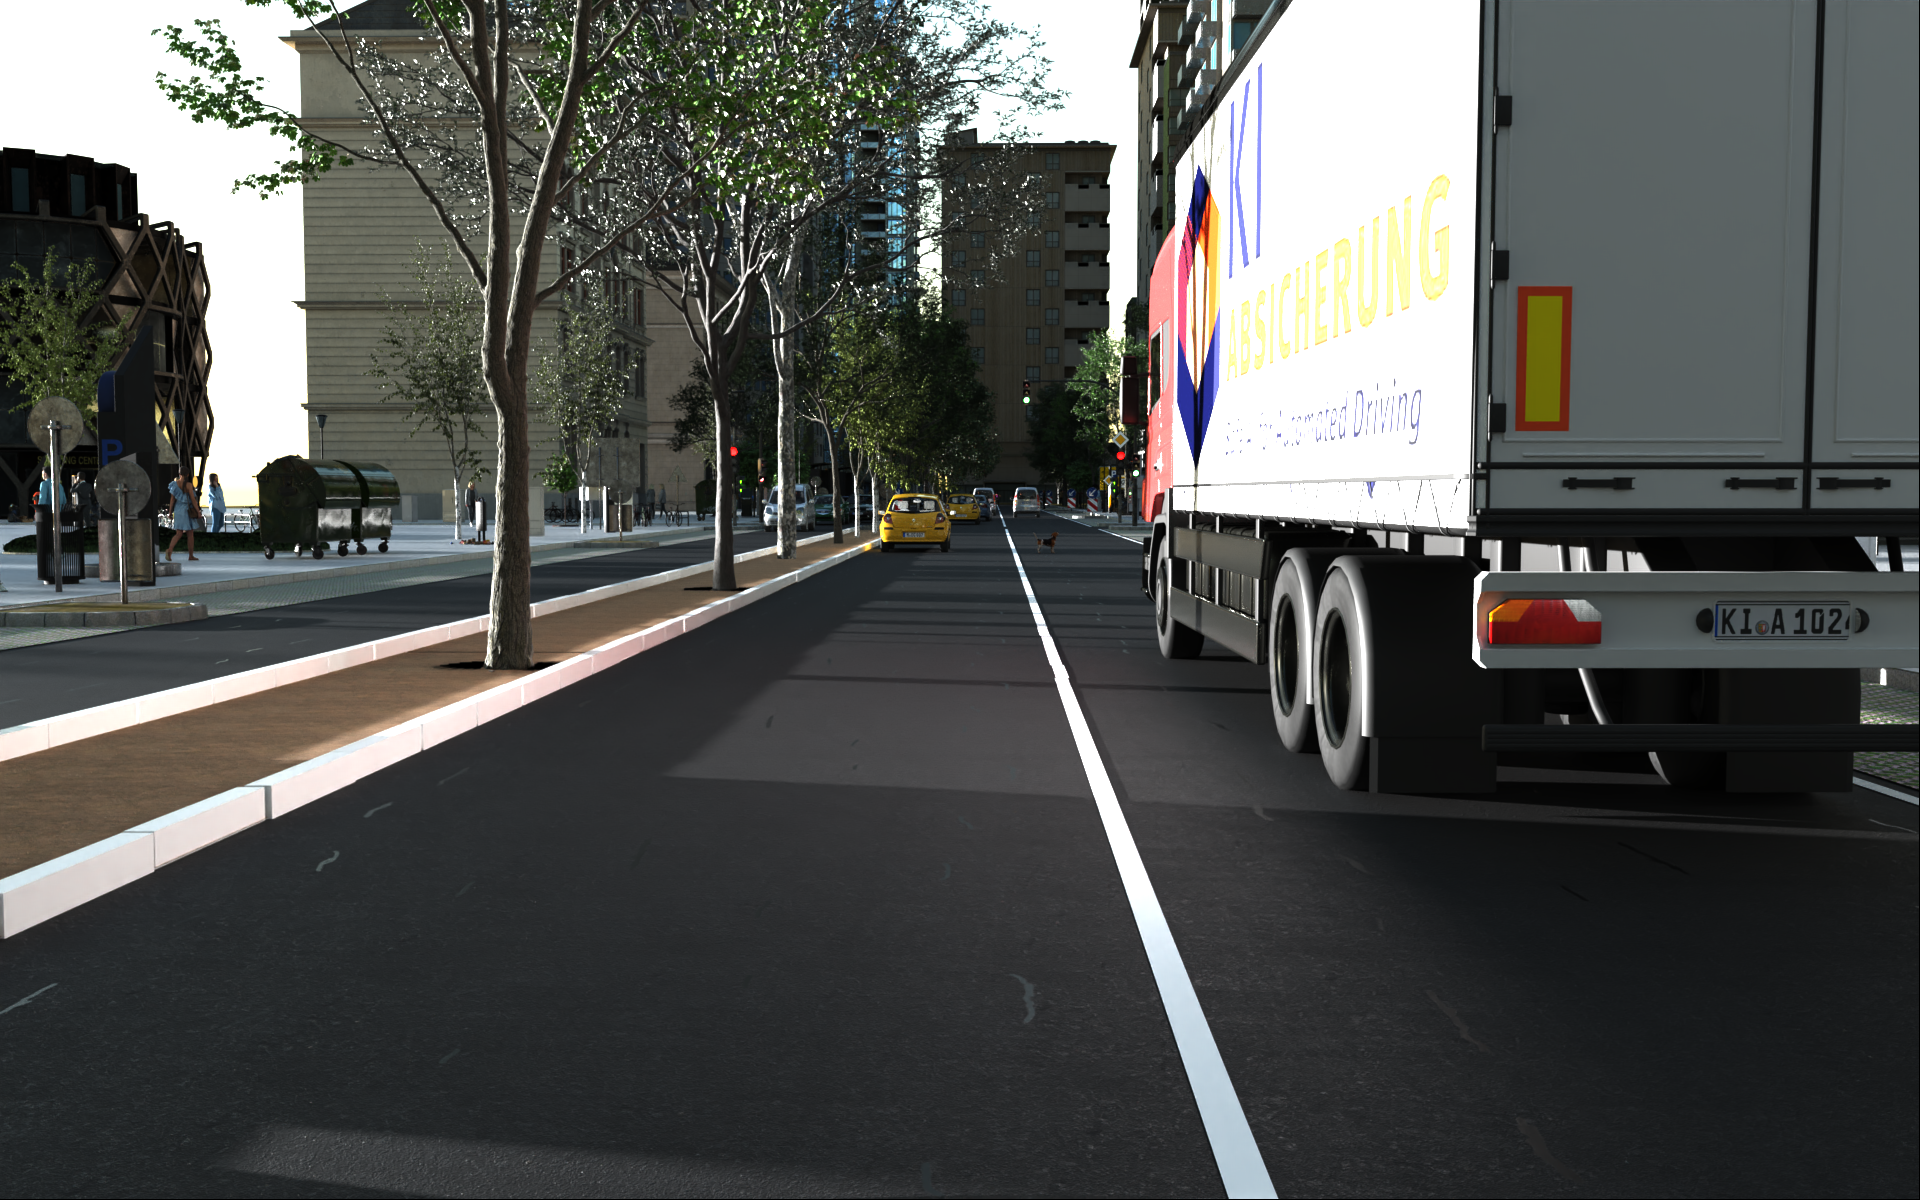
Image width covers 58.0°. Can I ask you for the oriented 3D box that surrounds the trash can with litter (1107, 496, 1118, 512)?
[{"bbox_3d":[10.874,-6.802,122.599,0.624,1.170,1.055,-2,4,-35],"label":"trash can with litter"}]

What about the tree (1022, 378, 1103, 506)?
[{"bbox_3d":[11.446,-17.251,188.701,9.857,13.997,8.962,0,3,0],"label":"tree"}]

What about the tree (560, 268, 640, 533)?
[{"bbox_3d":[-12.450,-6.517,56.912,4.360,8.622,3.978,0,3,0],"label":"tree"}]

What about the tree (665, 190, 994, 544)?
[{"bbox_3d":[-3.471,-6.916,49.953,8.767,10.594,7.601,0,4,1],"label":"tree"}]

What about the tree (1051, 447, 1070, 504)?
[{"bbox_3d":[12.594,-16.478,219.784,4.360,8.622,3.978,0,3,0],"label":"tree"}]

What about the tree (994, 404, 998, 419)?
[{"bbox_3d":[-2.422,-8.775,80.337,8.767,10.594,7.601,0,4,1],"label":"tree"}]

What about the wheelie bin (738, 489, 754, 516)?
[{"bbox_3d":[-12.332,-5.639,100.103,0.980,1.594,0.693,0,4,1],"label":"wheelie bin"}]

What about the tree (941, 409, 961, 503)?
[{"bbox_3d":[-2.314,-8.798,96.664,4.737,8.622,4.395,0,3,0],"label":"tree"}]

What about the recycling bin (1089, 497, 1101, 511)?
[{"bbox_3d":[9.995,-7.062,128.021,0.722,1.027,0.722,2,4,27],"label":"recycling bin"}]

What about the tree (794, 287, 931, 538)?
[{"bbox_3d":[-3.322,-6.327,56.268,4.737,8.622,4.395,0,3,0],"label":"tree"}]

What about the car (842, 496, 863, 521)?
[{"bbox_3d":[-5.941,-4.922,93.061,1.945,1.354,3.894,0,4,3],"label":"car"}]

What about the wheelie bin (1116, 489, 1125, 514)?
[{"bbox_3d":[10.353,-6.227,109.725,0.693,1.594,0.980,3,4,36],"label":"wheelie bin"}]

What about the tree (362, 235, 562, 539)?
[{"bbox_3d":[-14.383,-6.026,48.881,4.360,8.622,3.978,0,3,0],"label":"tree"}]

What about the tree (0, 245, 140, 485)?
[{"bbox_3d":[-27.131,-6.236,52.327,4.737,8.622,4.395,0,3,0],"label":"tree"}]

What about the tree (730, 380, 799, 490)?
[{"bbox_3d":[-11.781,-9.464,105.100,4.360,8.622,3.978,0,3,0],"label":"tree"}]

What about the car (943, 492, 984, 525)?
[{"bbox_3d":[0.109,-4.413,82.383,2.015,1.641,3.980,0,4,2],"label":"car"}]

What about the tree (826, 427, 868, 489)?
[{"bbox_3d":[-10.284,-12.946,162.031,4.360,8.622,3.978,0,3,0],"label":"tree"}]

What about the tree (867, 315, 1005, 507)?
[{"bbox_3d":[-2.003,-11.379,105.511,9.611,12.733,9.660,0,3,0],"label":"tree"}]

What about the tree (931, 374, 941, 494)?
[{"bbox_3d":[-3.058,-6.711,62.543,4.737,8.622,4.395,0,3,0],"label":"tree"}]

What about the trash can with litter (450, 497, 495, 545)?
[{"bbox_3d":[-12.316,-2.052,44.609,1.678,1.210,2.233,-2,4,-29],"label":"trash can with litter"}]

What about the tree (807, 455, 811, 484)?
[{"bbox_3d":[-11.377,-8.054,115.393,4.285,4.588,4.351,0,3,0],"label":"tree"}]

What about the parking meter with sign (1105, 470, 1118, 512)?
[{"bbox_3d":[10.902,-7.887,125.209,0.543,3.016,1.738,1,4,21],"label":"parking meter with sign"}]

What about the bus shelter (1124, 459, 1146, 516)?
[{"bbox_3d":[10.522,-6.390,98.406,2.014,3.302,5.546,0,4,1],"label":"bus shelter"}]

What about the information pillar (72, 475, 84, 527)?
[{"bbox_3d":[-34.646,-3.886,68.023,0.304,2.012,0.304,-3,5,-41],"label":"information pillar"}]

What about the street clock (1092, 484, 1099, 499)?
[{"bbox_3d":[9.696,-7.304,123.991,0.471,2.002,0.358,2,4,24],"label":"street clock"}]

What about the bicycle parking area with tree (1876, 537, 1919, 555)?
[{"bbox_3d":[19.332,-2.775,32.369,9.016,4.147,8.231,-1,4,-12],"label":"bicycle parking area with tree"}]

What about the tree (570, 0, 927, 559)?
[{"bbox_3d":[-5.014,-11.015,38.444,12.611,20.169,13.585,0,3,0],"label":"tree"}]

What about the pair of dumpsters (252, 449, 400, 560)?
[{"bbox_3d":[-13.064,-2.039,35.829,1.574,2.255,4.437,0,4,1],"label":"pair of dumpsters"}]

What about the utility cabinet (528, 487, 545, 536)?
[{"bbox_3d":[-13.197,-2.676,52.425,1.173,1.500,0.318,0,4,6],"label":"utility cabinet"}]

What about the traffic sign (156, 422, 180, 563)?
[{"bbox_3d":[-14.113,-1.859,30.391,0.884,2.594,0.081,0,4,3],"label":"traffic sign"}]

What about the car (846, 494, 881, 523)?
[{"bbox_3d":[-4.935,-4.711,86.816,2.009,1.686,4.222,0,4,2],"label":"car"}]

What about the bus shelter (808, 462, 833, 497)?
[{"bbox_3d":[-10.757,-8.556,131.173,1.731,3.624,6.357,0,4,1],"label":"bus shelter"}]

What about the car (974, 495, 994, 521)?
[{"bbox_3d":[0.782,-4.908,92.250,2.014,1.417,4.499,0,4,3],"label":"car"}]

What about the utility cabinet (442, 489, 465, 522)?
[{"bbox_3d":[-22.750,-4.226,77.778,1.173,1.500,0.318,2,4,35],"label":"utility cabinet"}]

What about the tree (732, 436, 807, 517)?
[{"bbox_3d":[-11.343,-6.846,95.650,4.285,4.588,4.351,0,3,0],"label":"tree"}]

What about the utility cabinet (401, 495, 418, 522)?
[{"bbox_3d":[-25.172,-4.165,79.251,0.306,1.237,1.020,-3,5,-43],"label":"utility cabinet"}]

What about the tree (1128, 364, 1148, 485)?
[{"bbox_3d":[10.429,-8.616,91.234,4.360,8.622,3.978,0,3,0],"label":"tree"}]

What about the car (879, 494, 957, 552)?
[{"bbox_3d":[-1.104,-2.077,44.180,2.015,1.641,3.980,0,4,1],"label":"car"}]

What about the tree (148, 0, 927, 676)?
[{"bbox_3d":[-3.582,-5.230,13.725,9.928,11.665,9.643,0,3,0],"label":"tree"}]

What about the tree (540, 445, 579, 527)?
[{"bbox_3d":[-15.769,-4.522,68.528,1.663,3.219,1.824,0,3,0],"label":"tree"}]

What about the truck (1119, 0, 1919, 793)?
[{"bbox_3d":[2.948,-1.392,11.666,2.839,4.237,11.283,0,4,0],"label":"truck"}]

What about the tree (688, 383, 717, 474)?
[{"bbox_3d":[-16.003,-9.972,113.398,4.360,8.622,3.978,0,3,0],"label":"tree"}]

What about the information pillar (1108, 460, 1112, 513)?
[{"bbox_3d":[10.141,-7.691,117.108,0.183,3.616,0.504,-1,4,-9],"label":"information pillar"}]

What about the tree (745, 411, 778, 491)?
[{"bbox_3d":[-14.684,-11.250,134.294,4.737,8.622,4.395,0,3,0],"label":"tree"}]

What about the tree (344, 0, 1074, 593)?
[{"bbox_3d":[-3.459,-6.866,25.085,12.009,13.543,11.850,0,3,0],"label":"tree"}]

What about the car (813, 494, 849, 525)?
[{"bbox_3d":[-6.223,-4.256,81.377,2.131,1.459,4.920,0,4,1],"label":"car"}]

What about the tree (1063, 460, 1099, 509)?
[{"bbox_3d":[10.418,-9.999,147.198,4.285,4.588,4.351,0,3,0],"label":"tree"}]

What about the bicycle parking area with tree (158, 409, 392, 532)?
[{"bbox_3d":[-24.828,-4.513,60.789,8.231,4.147,9.016,-3,4,-36],"label":"bicycle parking area with tree"}]

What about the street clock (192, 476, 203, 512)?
[{"bbox_3d":[-30.232,-3.925,68.741,0.471,2.002,0.358,3,5,41],"label":"street clock"}]

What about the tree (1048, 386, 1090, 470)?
[{"bbox_3d":[10.746,-12.365,136.587,8.767,10.594,7.601,2,4,28],"label":"tree"}]

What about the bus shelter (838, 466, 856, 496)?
[{"bbox_3d":[-9.956,-9.575,147.833,1.731,3.624,6.357,0,4,1],"label":"bus shelter"}]

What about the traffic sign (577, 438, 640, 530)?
[{"bbox_3d":[-12.682,-4.200,62.543,2.265,3.308,0.079,0,4,1],"label":"traffic sign"}]

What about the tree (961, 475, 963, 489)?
[{"bbox_3d":[-2.228,-9.791,112.901,4.737,8.622,4.395,0,3,0],"label":"tree"}]

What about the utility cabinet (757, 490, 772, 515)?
[{"bbox_3d":[-11.456,-5.748,102.652,1.173,1.500,0.318,0,4,-3],"label":"utility cabinet"}]

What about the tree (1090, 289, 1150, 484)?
[{"bbox_3d":[8.663,-7.844,62.654,7.601,10.594,8.767,0,4,4],"label":"tree"}]
